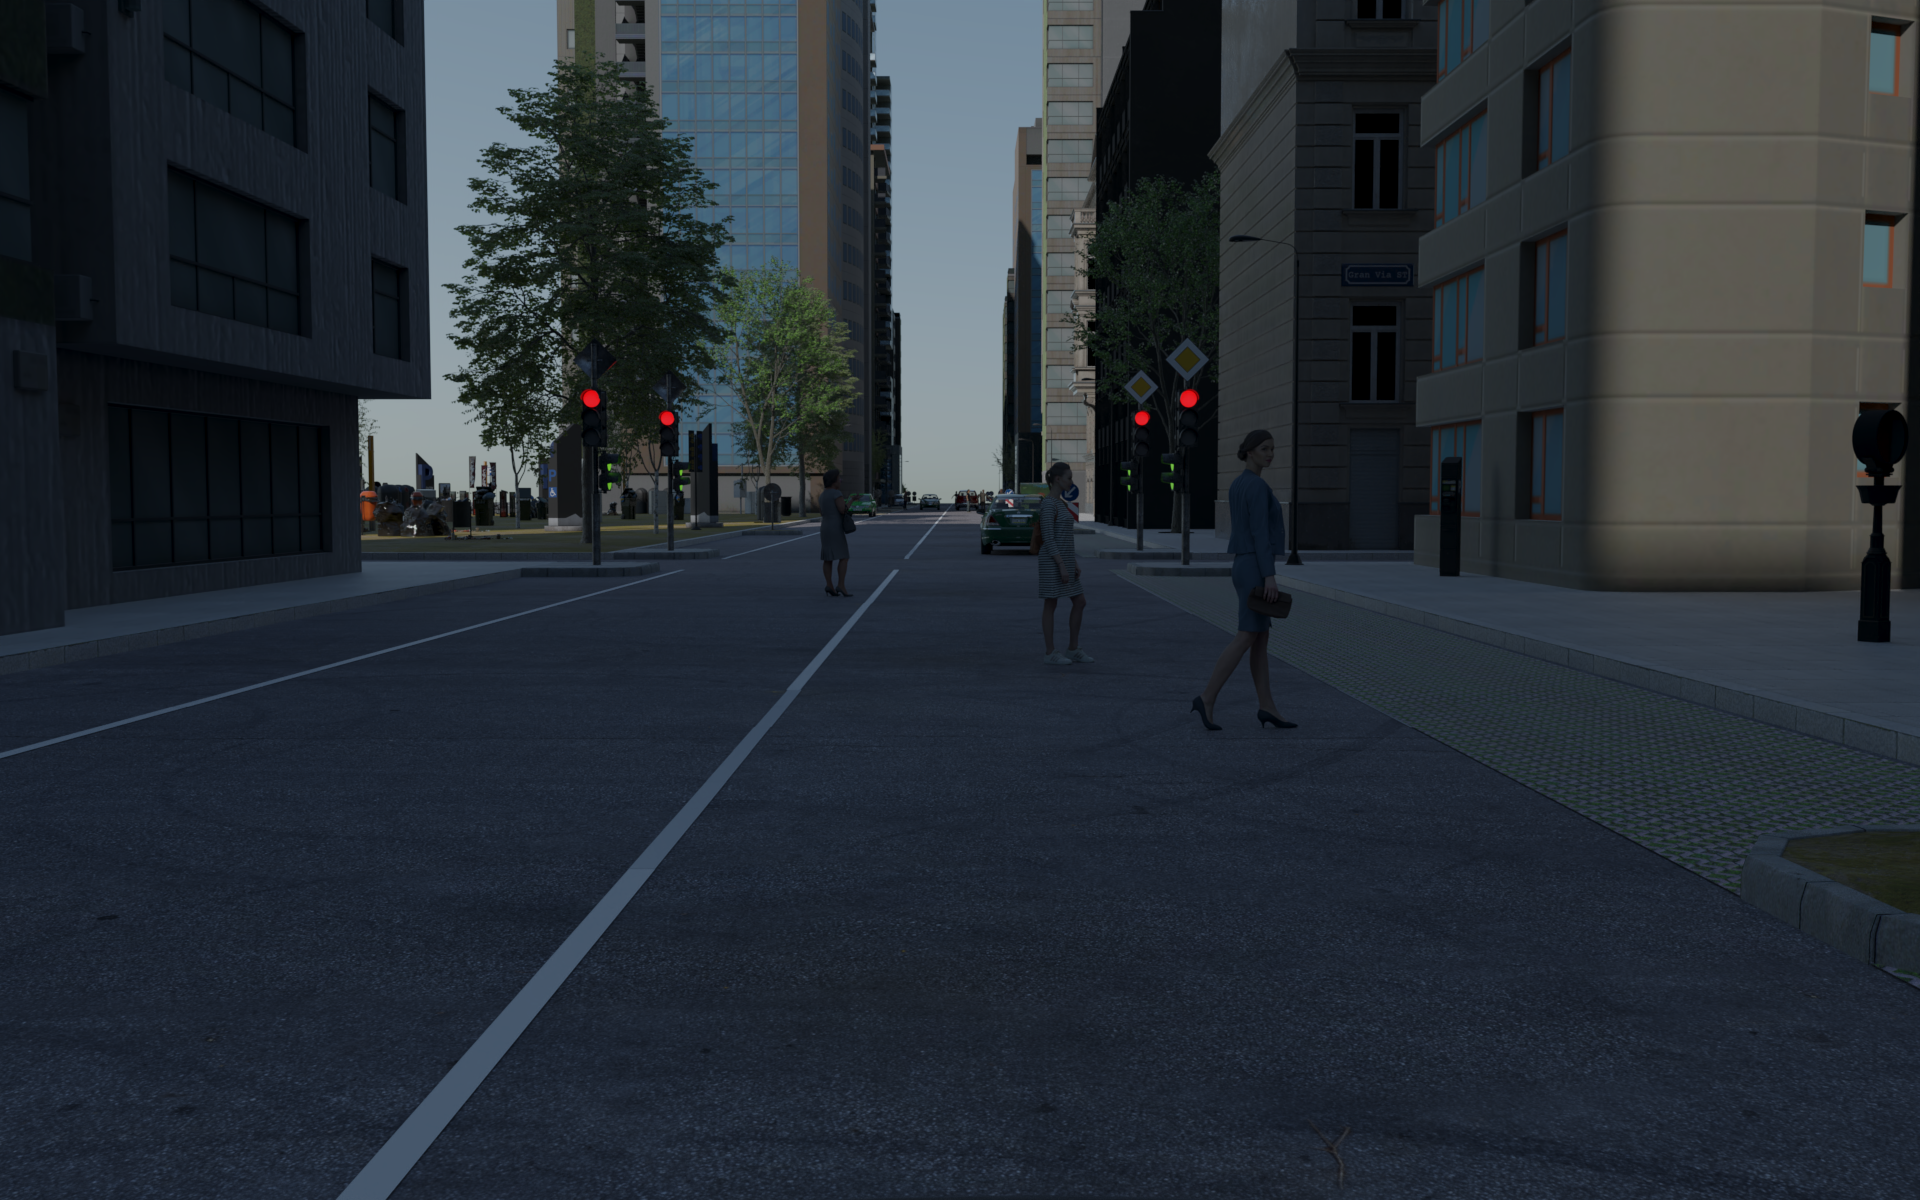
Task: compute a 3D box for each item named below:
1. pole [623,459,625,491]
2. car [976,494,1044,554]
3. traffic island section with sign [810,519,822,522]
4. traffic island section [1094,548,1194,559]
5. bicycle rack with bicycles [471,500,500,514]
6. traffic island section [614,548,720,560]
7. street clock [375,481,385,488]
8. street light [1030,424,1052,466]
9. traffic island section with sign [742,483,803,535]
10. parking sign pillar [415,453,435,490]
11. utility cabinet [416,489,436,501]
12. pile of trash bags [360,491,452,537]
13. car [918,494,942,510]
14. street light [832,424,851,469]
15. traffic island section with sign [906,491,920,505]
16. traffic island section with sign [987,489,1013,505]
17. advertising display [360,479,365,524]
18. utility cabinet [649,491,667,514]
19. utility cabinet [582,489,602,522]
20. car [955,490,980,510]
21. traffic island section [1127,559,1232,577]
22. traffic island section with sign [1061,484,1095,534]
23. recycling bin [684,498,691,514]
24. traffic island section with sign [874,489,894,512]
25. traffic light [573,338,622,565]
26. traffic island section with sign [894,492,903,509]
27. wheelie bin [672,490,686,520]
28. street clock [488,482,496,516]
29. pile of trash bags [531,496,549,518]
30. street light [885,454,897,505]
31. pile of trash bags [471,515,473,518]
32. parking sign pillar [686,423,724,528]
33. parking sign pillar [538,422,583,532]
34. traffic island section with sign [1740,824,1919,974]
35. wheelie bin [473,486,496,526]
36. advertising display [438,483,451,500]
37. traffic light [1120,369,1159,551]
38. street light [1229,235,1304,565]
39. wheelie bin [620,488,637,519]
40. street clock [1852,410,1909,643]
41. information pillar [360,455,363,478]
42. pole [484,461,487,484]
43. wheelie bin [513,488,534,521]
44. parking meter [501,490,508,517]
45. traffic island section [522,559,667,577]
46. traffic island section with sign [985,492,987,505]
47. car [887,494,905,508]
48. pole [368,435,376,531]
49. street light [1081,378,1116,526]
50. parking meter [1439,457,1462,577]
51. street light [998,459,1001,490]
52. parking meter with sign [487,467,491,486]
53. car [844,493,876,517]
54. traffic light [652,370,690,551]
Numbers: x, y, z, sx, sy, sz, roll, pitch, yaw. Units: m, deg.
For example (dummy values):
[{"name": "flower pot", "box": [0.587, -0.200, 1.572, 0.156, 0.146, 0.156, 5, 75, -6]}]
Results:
[{"name": "pole", "box": [-19.631, -6.568, 101.234, 0.158, 3.312, 0.155, 0, 3, 0]}, {"name": "car", "box": [1.447, -1.881, 42.558, 2.131, 1.459, 4.920, 0, 4, 2]}, {"name": "traffic island section with sign", "box": [-6.560, -4.871, 88.275, 1.989, 1.847, 2.006, 0, 3, 0]}, {"name": "traffic island section", "box": [4.104, -1.042, 39.311, 2.009, 0.180, 2.903, 0, 3, 0]}, {"name": "bicycle rack with bicycles", "box": [-29.870, -5.860, 109.190, 2.925, 0.926, 2.852, -2, 4, -31]}, {"name": "traffic island section", "box": [-6.587, -1.042, 39.322, 2.009, 0.180, 2.903, 0, 3, 0]}, {"name": "street clock", "box": [-32.794, -5.680, 97.434, 0.471, 2.002, 0.358, -1, 4, -12]}, {"name": "street light", "box": [5.503, -8.673, 114.342, 1.470, 5.913, 1.316, 0, 3, 0]}, {"name": "traffic island section with sign", "box": [-6.578, -3.201, 60.966, 1.989, 1.847, 2.006, 0, 3, 0]}, {"name": "parking sign pillar", "box": [-35.149, -7.668, 113.845, 1.447, 3.967, 1.447, 2, 4, 24]}, {"name": "utility cabinet", "box": [-25.563, -4.544, 82.970, 0.318, 1.500, 1.173, 1, 4, 20]}, {"name": "pile of trash bags", "box": [-17.252, -2.659, 53.223, 3.447, 1.369, 1.912, 2, 4, 32]}, {"name": "car", "box": [-2.711, -8.837, 156.280, 2.131, 1.459, 4.920, 0, 4, -1]}, {"name": "street light", "box": [-7.939, -8.752, 115.636, 1.470, 5.913, 1.316, 0, 3, 0]}, {"name": "traffic island section with sign", "box": [-6.482, -12.992, 221.048, 1.989, 1.847, 2.006, 0, 3, 0]}, {"name": "traffic island section with sign", "box": [3.854, -9.645, 166.322, 1.989, 1.847, 2.006, 0, 3, 0]}, {"name": "advertising display", "box": [-25.464, -4.190, 73.723, 0.123, 1.923, 0.974, -1, 4, -9]}, {"name": "utility cabinet", "box": [-19.092, -6.165, 109.477, 1.173, 1.500, 0.318, -3, 5, -43]}, {"name": "utility cabinet", "box": [-16.556, -4.190, 77.188, 1.173, 1.500, 0.318, 0, 4, -7]}, {"name": "car", "box": [0.654, -8.811, 152.725, 2.281, 1.827, 5.304, 0, 4, 0]}, {"name": "traffic island section", "box": [4.100, -0.553, 31.326, 2.009, 0.180, 2.903, 0, 3, 0]}, {"name": "traffic island section with sign", "box": [3.794, -3.274, 62.155, 1.989, 1.847, 2.006, 0, 3, 0]}, {"name": "recycling bin", "box": [-17.670, -6.021, 110.990, 0.722, 1.027, 0.722, -1, 4, -17]}, {"name": "traffic island section with sign", "box": [-6.536, -7.977, 139.051, 1.989, 1.847, 2.006, 0, 3, 0]}, {"name": "traffic light", "box": [-6.552, -2.586, 31.202, 0.839, 4.253, 0.868, 0, 3, 0]}, {"name": "traffic island section with sign", "box": [-6.516, -9.646, 166.338, 1.989, 1.847, 2.006, 0, 3, 0]}, {"name": "wheelie bin", "box": [-13.967, -4.746, 85.497, 0.693, 1.594, 0.980, -3, 4, -37]}, {"name": "street clock", "box": [-27.397, -5.934, 101.594, 0.471, 2.002, 0.358, -1, 4, -11]}, {"name": "pile of trash bags", "box": [-23.385, -5.559, 100.638, 1.912, 1.369, 3.447, -3, 4, -38]}, {"name": "street light", "box": [-7.954, -13.837, 198.780, 1.470, 5.913, 1.316, 0, 3, 0]}, {"name": "pile of trash bags", "box": [-27.373, -5.015, 91.749, 3.447, 1.369, 1.912, 3, 5, 42]}, {"name": "parking sign pillar", "box": [-9.807, -4.767, 66.411, 1.447, 3.967, 1.447, -3, 5, -42]}, {"name": "parking sign pillar", "box": [-13.647, -4.366, 59.854, 1.447, 3.967, 1.447, 2, 4, 28]}, {"name": "traffic island section with sign", "box": [3.759, 0.182, 5.657, 1.989, 1.847, 2.006, 0, 3, 0]}, {"name": "wheelie bin", "box": [-19.227, -3.799, 70.028, 0.980, 1.594, 0.693, 0, 4, 7]}, {"name": "advertising display", "box": [-29.800, -5.808, 100.175, 0.123, 1.923, 0.974, 1, 4, 21]}, {"name": "traffic light", "box": [4.064, -3.075, 39.197, 0.839, 4.253, 0.868, 0, 3, 0]}, {"name": "street light", "box": [5.513, -3.588, 31.198, 1.470, 5.913, 1.316, 0, 3, 0]}, {"name": "wheelie bin", "box": [-16.770, -4.887, 87.804, 0.693, 1.594, 0.980, 2, 4, 25]}, {"name": "street clock", "box": [7.944, -0.638, 14.994, 0.471, 2.002, 0.358, -2, 4, -30]}, {"name": "information pillar", "box": [-35.970, -6.869, 103.665, 0.183, 3.616, 0.504, 3, 4, 37]}, {"name": "pole", "box": [-29.468, -6.958, 107.611, 0.158, 3.312, 0.155, 0, 3, 0]}, {"name": "wheelie bin", "box": [-21.140, -4.651, 83.956, 0.980, 1.594, 0.693, -1, 4, -13]}, {"name": "parking meter", "box": [-25.499, -5.417, 96.974, 0.372, 1.533, 0.369, 0, 3, 0]}, {"name": "traffic island section", "box": [-6.592, -0.554, 31.337, 2.009, 0.180, 2.903, 0, 3, 0]}, {"name": "traffic island section with sign", "box": [3.897, -13.045, 221.913, 1.989, 1.847, 2.006, 0, 3, 0]}, {"name": "car", "box": [-6.301, -9.880, 173.542, 2.014, 1.417, 4.499, 0, 3, 0]}, {"name": "pole", "box": [-20.484, -4.064, 60.288, 0.158, 3.312, 0.155, 0, 3, 0]}, {"name": "street light", "box": [5.540, -5.916, 69.270, 1.470, 5.913, 1.316, 0, 3, 0]}, {"name": "parking meter", "box": [7.656, -1.303, 27.021, 0.255, 1.863, 0.399, 2, 4, 27]}, {"name": "street light", "box": [5.657, -15.746, 229.987, 1.470, 5.913, 1.316, 0, 3, 0]}, {"name": "parking meter with sign", "box": [-30.747, -7.126, 112.769, 0.543, 3.016, 1.738, -2, 4, -27]}, {"name": "car", "box": [-6.244, -6.104, 108.599, 1.959, 1.807, 4.718, 0, 4, 1]}, {"name": "traffic light", "box": [-6.547, -3.074, 39.187, 0.839, 4.253, 0.868, 0, 3, 0]}]
